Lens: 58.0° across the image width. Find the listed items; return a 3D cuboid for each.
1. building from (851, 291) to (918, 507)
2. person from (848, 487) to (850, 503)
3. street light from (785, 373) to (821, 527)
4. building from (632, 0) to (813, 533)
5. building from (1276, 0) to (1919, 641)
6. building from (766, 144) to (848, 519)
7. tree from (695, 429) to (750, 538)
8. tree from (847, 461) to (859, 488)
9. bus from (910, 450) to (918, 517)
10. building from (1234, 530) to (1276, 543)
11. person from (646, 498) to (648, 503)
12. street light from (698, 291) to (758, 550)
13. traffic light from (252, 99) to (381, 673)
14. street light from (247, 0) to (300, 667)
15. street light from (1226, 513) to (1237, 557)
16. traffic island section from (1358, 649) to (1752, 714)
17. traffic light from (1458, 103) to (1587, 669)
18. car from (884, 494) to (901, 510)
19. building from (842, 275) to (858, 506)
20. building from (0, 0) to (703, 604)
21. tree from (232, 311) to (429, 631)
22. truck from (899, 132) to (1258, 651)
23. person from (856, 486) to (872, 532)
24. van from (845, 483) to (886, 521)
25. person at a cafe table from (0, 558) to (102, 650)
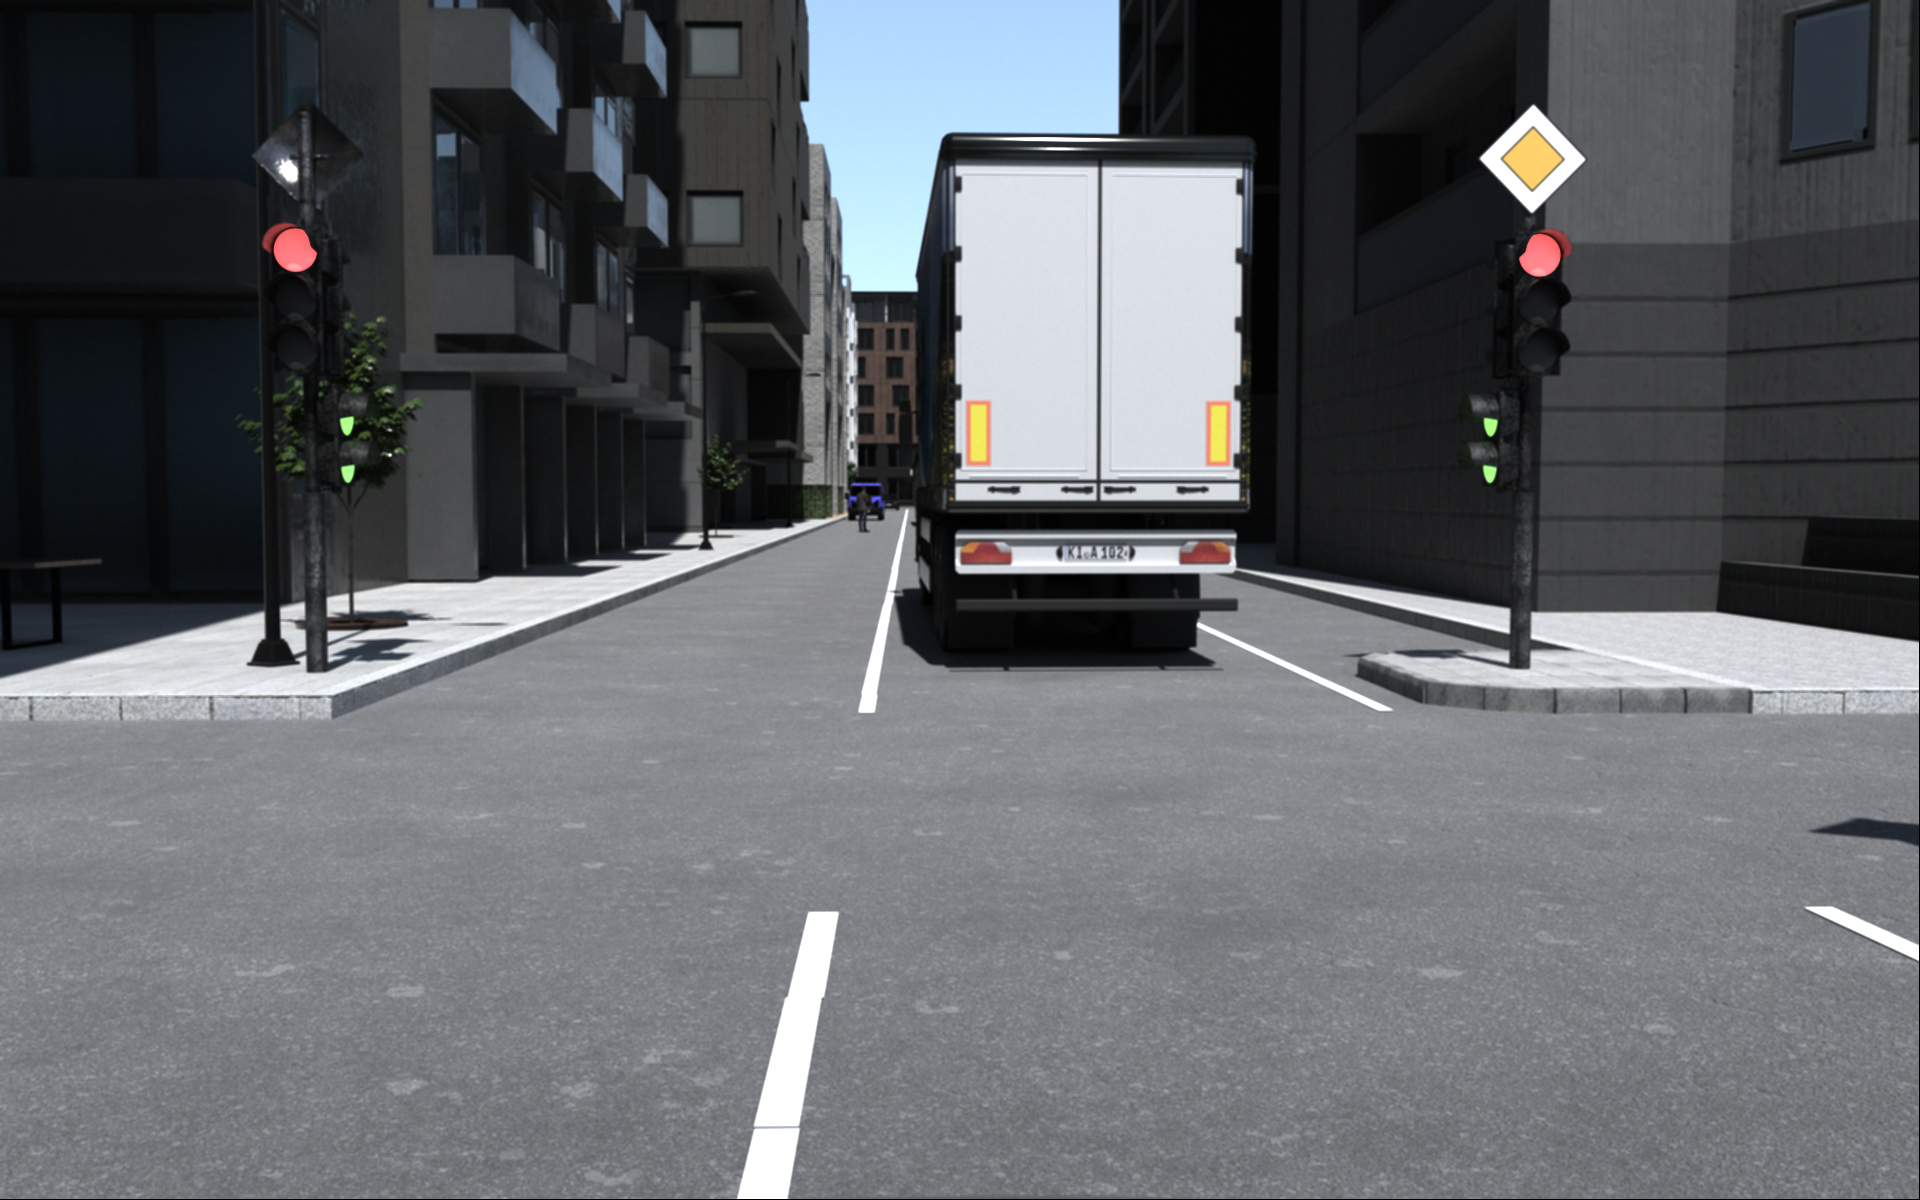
[{"bbox_3d":[0.893,-20.886,185.466,32.646,21.610,27.936,0,4,-2],"label":"building"},{"bbox_3d":[-8.080,-7.420,127.370,0.705,1.824,1.348,0,4,1],"label":"person"},{"bbox_3d":[-6.037,-5.754,66.617,1.470,5.913,1.316,0,4,-2],"label":"street light"},{"bbox_3d":[-20.007,-29.281,67.982,28.713,52.752,27.495,0,4,-2],"label":"building"},{"bbox_3d":[20.122,-29.349,21.857,28.212,58.520,21.231,0,4,-2],"label":"building"},{"bbox_3d":[-15.698,-14.481,103.214,16.747,18.905,31.486,0,4,-2],"label":"building"},{"bbox_3d":[-7.290,-3.460,51.166,1.663,3.219,1.824,0,3,0],"label":"tree"},{"bbox_3d":[-10.114,-9.895,145.489,4.285,4.588,4.351,0,3,0],"label":"tree"},{"bbox_3d":[-0.832,-5.502,81.497,2.896,3.916,12.252,0,4,-2],"label":"bus"},{"bbox_3d":[13.709,-37.286,47.876,20.563,71.187,20.611,0,4,-2],"label":"building"},{"bbox_3d":[-9.555,-2.650,51.578,0.429,1.552,0.499,-3,5,-44],"label":"person"},{"bbox_3d":[-5.309,-4.109,39.725,1.470,5.913,1.316,0,4,-2],"label":"street light"},{"bbox_3d":[-4.616,-1.434,12.369,0.839,4.253,0.868,0,4,-2],"label":"traffic light"},{"bbox_3d":[-4.618,-2.465,12.846,1.470,5.913,1.316,0,4,-2],"label":"street light"},{"bbox_3d":[4.968,-3.843,35.367,1.470,5.913,1.316,0,4,-2],"label":"street light"},{"bbox_3d":[4.141,0.583,12.748,2.009,0.180,2.903,0,4,-2],"label":"traffic island section"},{"bbox_3d":[4.101,-1.450,12.633,0.839,4.253,0.868,0,4,-2],"label":"traffic light"},{"bbox_3d":[-6.248,-8.780,153.337,2.009,1.686,4.222,0,4,-1],"label":"car"},{"bbox_3d":[-15.035,-18.306,155.729,11.380,20.091,16.016,0,4,-2],"label":"building"},{"bbox_3d":[-17.724,-25.176,31.239,23.786,49.044,30.456,0,4,-2],"label":"building"},{"bbox_3d":[-5.924,-1.358,16.803,1.663,3.219,1.824,0,3,0],"label":"tree"},{"bbox_3d":[0.807,-1.847,19.110,2.839,4.237,11.283,0,4,-3],"label":"truck"},{"bbox_3d":[-3.601,-3.423,65.288,0.655,1.722,0.431,3,5,42],"label":"person"},{"bbox_3d":[-5.152,-5.575,95.539,2.240,2.365,5.245,0,4,-1],"label":"van"},{"bbox_3d":[-8.338,-0.351,14.260,1.698,1.524,1.622,0,4,3],"label":"person at a cafe table"}]
